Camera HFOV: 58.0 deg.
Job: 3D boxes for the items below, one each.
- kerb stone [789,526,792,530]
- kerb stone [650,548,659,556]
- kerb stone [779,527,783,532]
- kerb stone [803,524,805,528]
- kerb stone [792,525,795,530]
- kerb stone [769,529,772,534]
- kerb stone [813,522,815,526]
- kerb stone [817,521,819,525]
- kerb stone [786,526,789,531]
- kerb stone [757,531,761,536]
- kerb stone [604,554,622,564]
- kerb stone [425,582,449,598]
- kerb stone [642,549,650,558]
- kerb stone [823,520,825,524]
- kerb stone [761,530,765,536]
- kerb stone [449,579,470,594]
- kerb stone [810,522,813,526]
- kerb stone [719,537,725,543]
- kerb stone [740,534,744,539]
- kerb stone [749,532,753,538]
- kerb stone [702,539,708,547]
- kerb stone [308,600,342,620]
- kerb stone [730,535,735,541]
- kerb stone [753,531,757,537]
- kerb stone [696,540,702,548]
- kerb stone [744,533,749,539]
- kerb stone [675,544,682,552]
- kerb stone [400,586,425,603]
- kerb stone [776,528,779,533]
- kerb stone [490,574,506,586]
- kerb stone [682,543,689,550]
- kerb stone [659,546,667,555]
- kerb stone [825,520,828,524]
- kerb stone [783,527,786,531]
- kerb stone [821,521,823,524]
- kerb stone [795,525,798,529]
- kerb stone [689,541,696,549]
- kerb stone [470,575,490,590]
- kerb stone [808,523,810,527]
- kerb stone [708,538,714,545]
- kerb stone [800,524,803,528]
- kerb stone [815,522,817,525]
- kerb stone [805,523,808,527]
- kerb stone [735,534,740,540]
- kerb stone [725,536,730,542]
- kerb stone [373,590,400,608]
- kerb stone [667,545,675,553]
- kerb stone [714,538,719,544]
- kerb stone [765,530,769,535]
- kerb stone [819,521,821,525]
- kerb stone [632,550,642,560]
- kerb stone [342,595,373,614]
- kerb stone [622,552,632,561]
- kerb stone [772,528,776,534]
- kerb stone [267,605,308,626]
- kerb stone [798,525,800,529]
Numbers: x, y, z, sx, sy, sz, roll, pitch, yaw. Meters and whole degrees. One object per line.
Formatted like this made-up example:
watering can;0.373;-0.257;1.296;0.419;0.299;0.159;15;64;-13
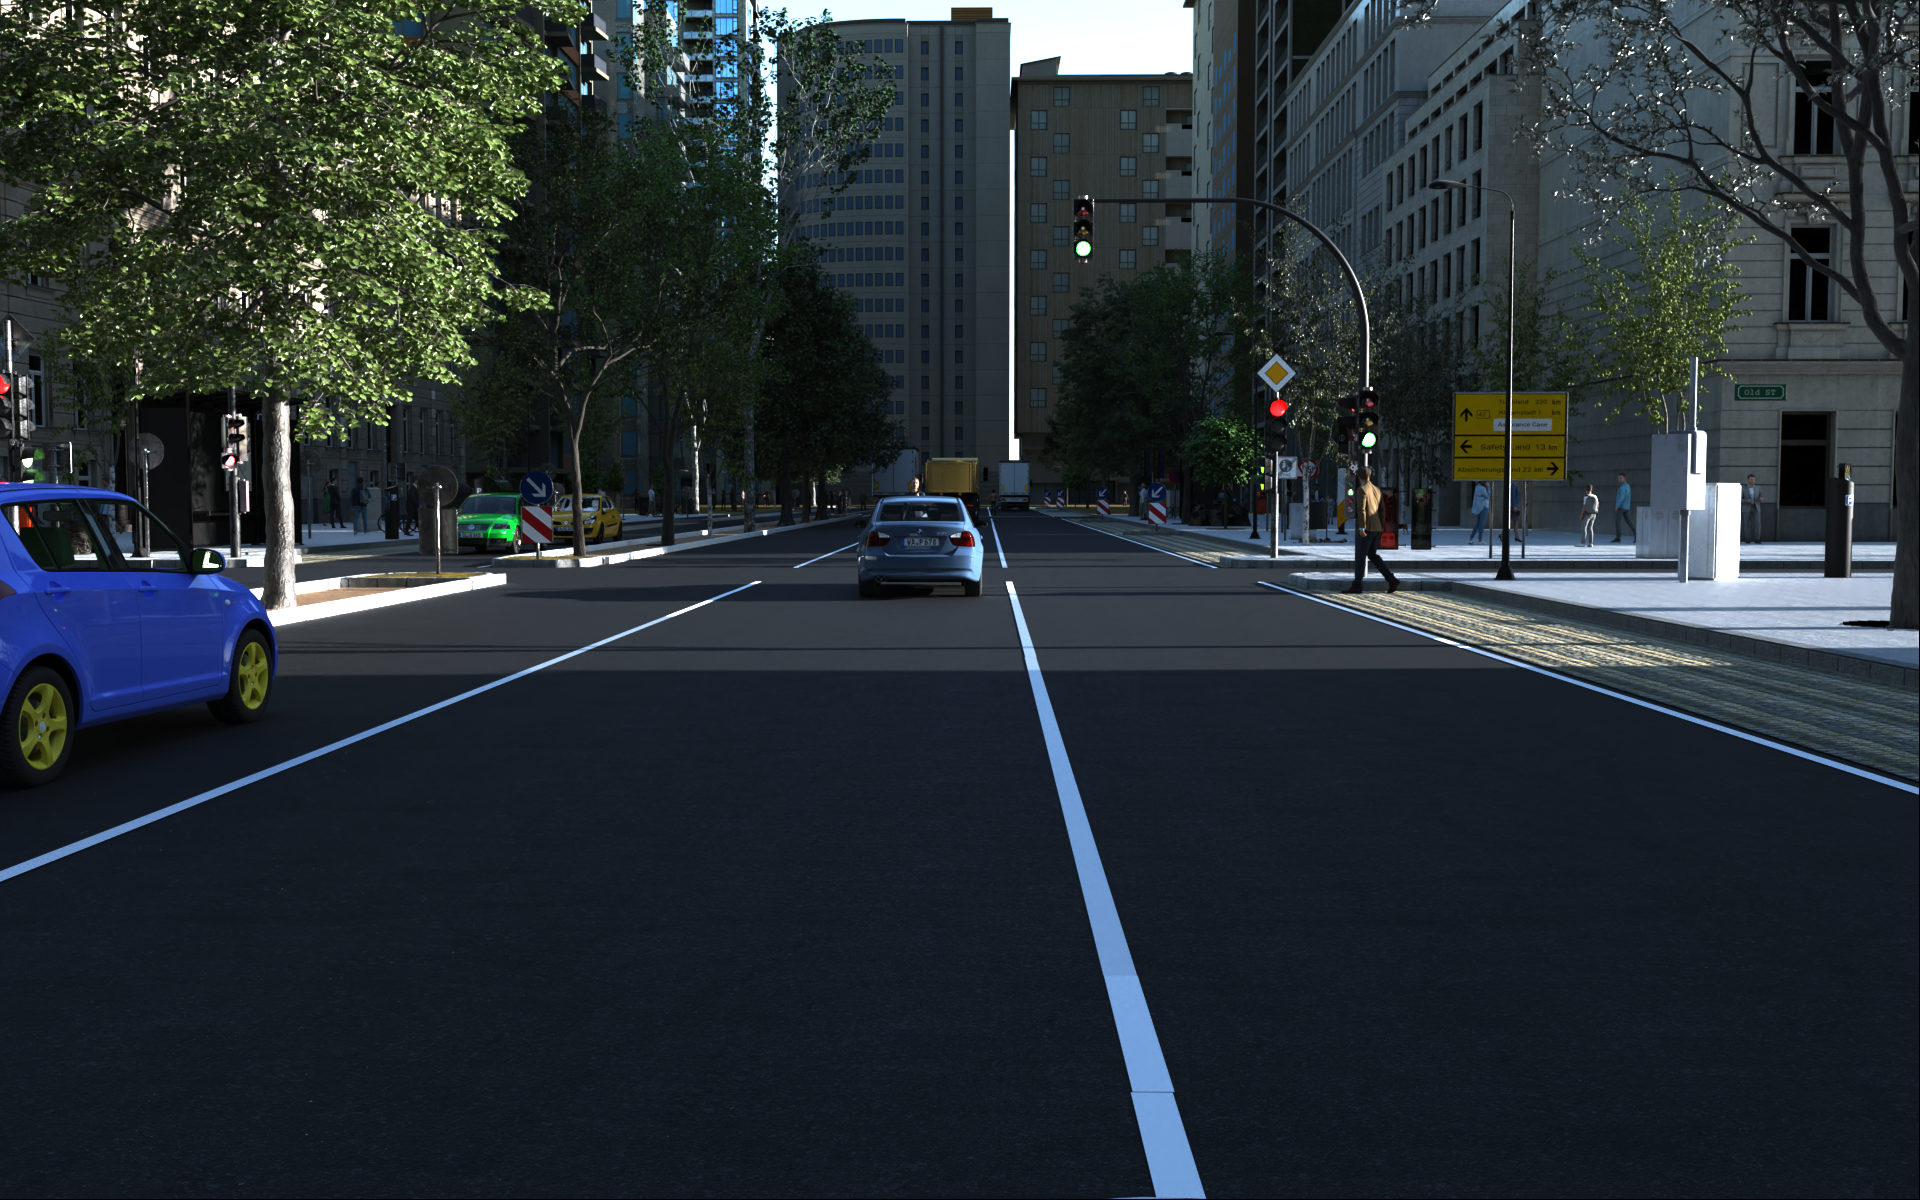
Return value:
kerb stone;-6.814;-2.790;67.850;0.120;0.150;1.000;0;4;1
kerb stone;-7.196;-1.099;40.167;0.120;0.150;1.000;0;4;1
kerb stone;-6.846;-2.605;64.780;0.120;0.150;1.000;0;4;1
kerb stone;-6.737;-3.098;72.973;0.120;0.150;1.000;0;4;1
kerb stone;-6.792;-2.855;68.877;0.120;0.150;1.000;0;4;1
kerb stone;-6.894;-2.413;61.692;0.120;0.150;1.000;0;4;1
kerb stone;-6.681;-3.354;77.066;0.120;0.150;1.000;0;4;1
kerb stone;-6.658;-3.481;79.114;0.120;0.150;1.000;0;4;1
kerb stone;-6.826;-2.730;66.828;0.120;0.150;1.000;0;4;1
kerb stone;-6.938;-2.228;58.616;0.120;0.150;1.000;0;4;1
kerb stone;-7.251;-0.848;36.061;0.120;0.150;1.000;0;4;1
kerb stone;-7.418;-0.127;24.267;0.120;0.150;1.000;0;4;1
kerb stone;-7.211;-1.036;39.145;0.120;0.150;1.000;0;4;1
kerb stone;-6.610;-3.669;82.184;0.120;0.150;1.000;0;4;1
kerb stone;-6.918;-2.290;59.638;0.120;0.150;1.000;0;4;1
kerb stone;-7.401;-0.189;25.288;0.120;0.150;1.000;0;4;1
kerb stone;-6.691;-3.293;76.044;0.120;0.150;1.000;0;4;1
kerb stone;-7.052;-1.726;50.420;0.120;0.150;1.000;0;4;1
kerb stone;-6.998;-1.977;54.525;0.120;0.150;1.000;0;4;1
kerb stone;-6.968;-2.103;56.571;0.120;0.150;1.000;0;4;1
kerb stone;-7.094;-1.539;47.353;0.120;0.150;1.000;0;4;1
kerb stone;-7.474;0.124;20.173;0.120;0.150;1.000;0;4;1
kerb stone;-7.022;-1.852;52.469;0.120;0.150;1.000;0;4;1
kerb stone;-6.959;-2.165;57.594;0.120;0.150;1.000;0;4;1
kerb stone;-7.109;-1.476;46.321;0.120;0.150;1.000;0;4;1
kerb stone;-6.985;-2.040;55.547;0.120;0.150;1.000;0;4;1
kerb stone;-7.149;-1.281;43.241;0.120;0.150;1.000;0;4;1
kerb stone;-7.432;-0.064;23.245;0.120;0.150;1.000;0;4;1
kerb stone;-6.870;-2.537;63.750;0.120;0.150;1.000;0;4;1
kerb stone;-7.366;-0.314;27.337;0.120;0.150;1.000;0;4;1
kerb stone;-7.136;-1.350;44.266;0.120;0.150;1.000;0;4;1
kerb stone;-7.176;-1.162;41.189;0.120;0.150;1.000;0;4;1
kerb stone;-6.591;-3.733;83.225;0.120;0.150;1.000;0;4;1
kerb stone;-6.840;-2.667;65.805;0.120;0.150;1.000;0;4;1
kerb stone;-6.626;-3.606;81.159;0.120;0.150;1.000;0;4;1
kerb stone;-6.773;-2.918;69.901;0.120;0.150;1.000;0;4;1
kerb stone;-7.122;-1.412;45.288;0.120;0.150;1.000;0;4;1
kerb stone;-7.382;-0.250;26.312;0.120;0.150;1.000;0;4;1
kerb stone;-6.705;-3.229;75.022;0.120;0.150;1.000;0;4;1
kerb stone;-7.081;-1.600;48.375;0.120;0.150;1.000;0;4;1
kerb stone;-6.746;-3.043;71.946;0.120;0.150;1.000;0;4;1
kerb stone;-6.663;-3.417;78.092;0.120;0.150;1.000;0;4;1
kerb stone;-6.719;-3.157;74.000;0.120;0.150;1.000;0;4;1
kerb stone;-7.011;-1.914;53.496;0.120;0.150;1.000;0;4;1
kerb stone;-7.035;-1.789;51.447;0.120;0.150;1.000;0;4;1
kerb stone;-7.444;0.001;22.223;0.120;0.150;1.000;0;4;1
kerb stone;-7.165;-1.225;42.218;0.120;0.150;1.000;0;4;1
kerb stone;-7.075;-1.664;49.398;0.120;0.150;1.000;0;4;1
kerb stone;-6.907;-2.351;60.669;0.120;0.150;1.000;0;4;1
kerb stone;-6.642;-3.544;80.137;0.120;0.150;1.000;0;4;1
kerb stone;-7.223;-0.974;38.123;0.120;0.150;1.000;0;4;1
kerb stone;-7.458;0.061;21.194;0.120;0.150;1.000;0;4;1
kerb stone;-7.236;-0.910;37.090;0.120;0.150;1.000;0;4;1
kerb stone;-6.870;-2.478;62.713;0.120;0.150;1.000;0;4;1
kerb stone;-7.494;0.186;19.151;0.120;0.150;1.000;0;4;1
kerb stone;-6.763;-2.973;70.924;0.120;0.150;1.000;0;4;1
